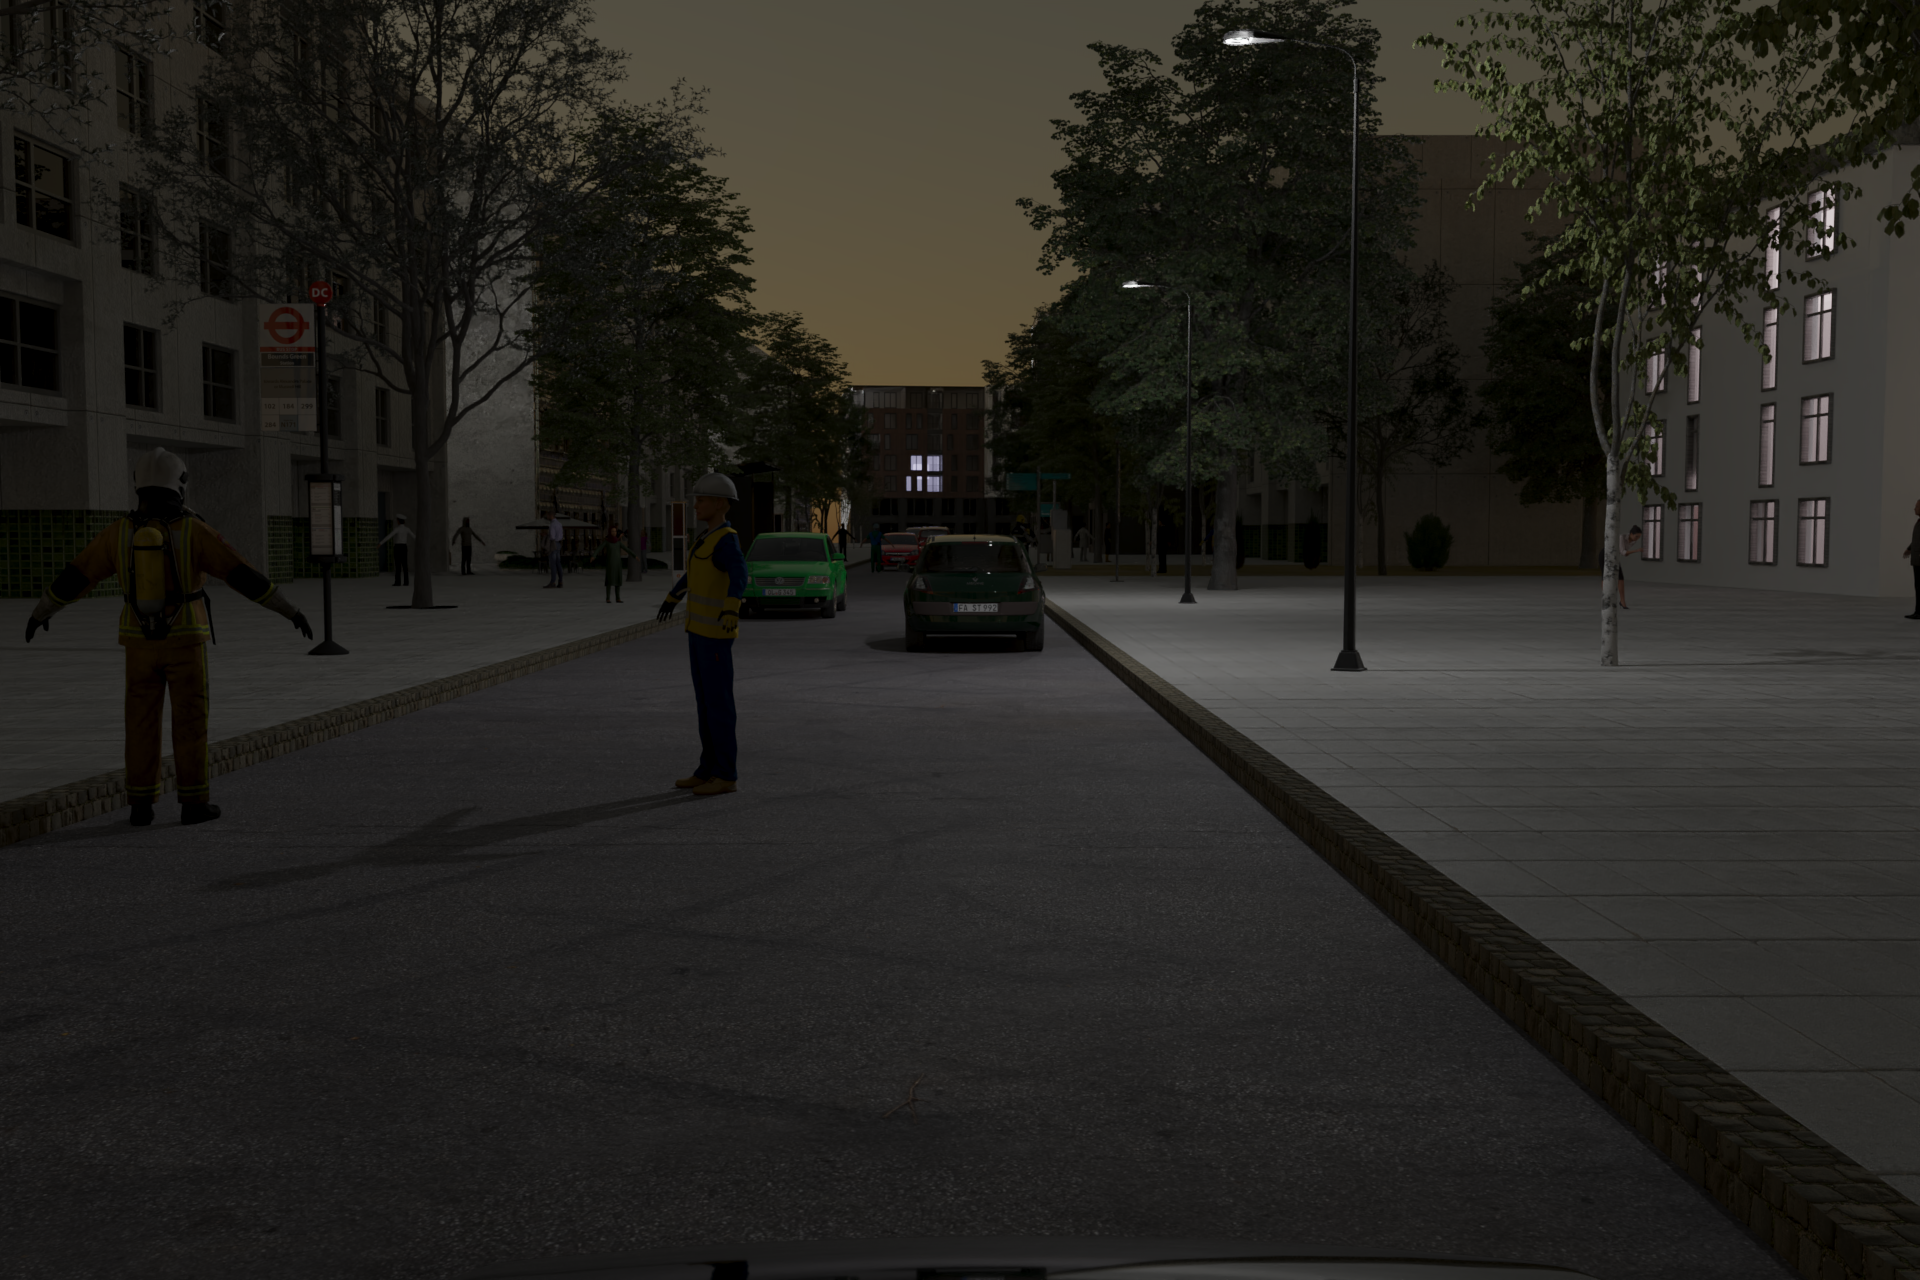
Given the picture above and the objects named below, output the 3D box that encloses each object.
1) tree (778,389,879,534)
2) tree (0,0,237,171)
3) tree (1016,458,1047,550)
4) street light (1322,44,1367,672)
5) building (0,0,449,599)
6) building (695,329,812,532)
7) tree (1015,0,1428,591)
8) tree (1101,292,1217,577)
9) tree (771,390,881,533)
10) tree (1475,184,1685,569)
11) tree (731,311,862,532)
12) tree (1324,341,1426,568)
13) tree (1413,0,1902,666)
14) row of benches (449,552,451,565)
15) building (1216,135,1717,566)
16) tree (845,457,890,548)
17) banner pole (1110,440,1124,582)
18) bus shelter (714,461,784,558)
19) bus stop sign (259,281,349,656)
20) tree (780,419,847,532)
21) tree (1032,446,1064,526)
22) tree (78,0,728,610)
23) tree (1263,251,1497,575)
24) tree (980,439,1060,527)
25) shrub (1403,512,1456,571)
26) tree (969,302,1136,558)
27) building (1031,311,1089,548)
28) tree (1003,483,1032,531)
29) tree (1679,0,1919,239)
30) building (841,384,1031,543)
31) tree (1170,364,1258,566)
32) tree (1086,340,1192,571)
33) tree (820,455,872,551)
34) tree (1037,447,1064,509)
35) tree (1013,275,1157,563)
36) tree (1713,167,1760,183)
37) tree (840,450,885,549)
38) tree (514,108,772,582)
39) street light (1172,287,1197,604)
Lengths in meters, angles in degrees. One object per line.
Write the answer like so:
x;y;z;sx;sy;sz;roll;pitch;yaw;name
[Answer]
-9.450;-12.094;123.487;9.928;11.665;9.643;0;3;0;tree
-9.382;-6.193;11.623;12.009;13.543;11.850;0;3;0;tree
6.225;-11.631;140.529;4.737;8.622;4.395;0;3;0;tree
4.200;-2.665;16.106;1.470;5.913;1.316;0;4;0;street light
-25.675;-10.780;42.715;16.747;18.905;31.486;0;4;0;building
-25.121;-21.054;175.166;19.493;23.208;18.063;0;4;0;building
6.045;-8.117;39.372;9.857;13.997;8.962;0;3;0;tree
5.994;-6.198;51.693;4.737;8.622;4.395;0;3;0;tree
-9.134;-10.891;112.477;8.767;10.594;7.601;0;4;6;tree
23.368;-9.633;64.158;9.857;13.997;8.962;0;3;0;tree
-8.623;-10.426;88.587;7.486;12.596;7.792;0;3;0;tree
14.944;-7.032;65.343;4.360;8.622;3.978;0;3;0;tree
6.558;-4.049;16.560;4.737;8.622;4.395;0;3;0;tree
-21.511;-3.308;69.554;1.422;0.672;4.104;0;4;5;row of benches
23.379;-13.399;85.532;16.747;18.905;31.486;0;3;0;building
-9.264;-12.730;158.495;4.360;8.622;3.978;0;3;0;tree
4.220;-3.435;46.185;0.401;3.779;0.863;0;4;0;banner pole
-7.148;-4.134;58.878;1.731;3.624;6.357;0;3;0;bus shelter
-6.956;-1.814;18.356;0.855;3.939;0.416;0;4;-1;bus stop sign
-9.064;-9.497;105.633;4.737;8.622;4.395;0;3;0;tree
6.220;-9.949;113.021;4.737;8.622;4.395;0;3;0;tree
-9.120;-7.285;29.482;12.009;13.543;11.850;0;3;0;tree
12.796;-7.288;53.565;7.601;10.594;8.767;0;4;2;tree
5.900;-13.466;154.576;8.767;10.594;7.601;0;4;-4;tree
16.147;-3.400;59.626;1.661;2.075;1.752;0;3;0;shrub
5.685;-11.368;92.528;9.857;13.997;8.962;0;3;0;tree
21.014;-20.271;175.402;27.936;21.610;32.646;0;3;0;building
5.463;-12.059;147.531;4.360;8.622;3.978;0;3;0;tree
5.846;-3.625;9.639;4.737;8.622;4.395;0;3;0;tree
-0.125;-24.573;248.192;32.646;21.610;27.936;0;4;-7;building
9.950;-7.243;68.784;4.737;8.622;4.395;0;3;0;tree
6.456;-6.682;59.611;4.737;8.622;4.395;0;3;0;tree
-9.374;-11.134;132.404;4.360;8.622;3.978;0;3;0;tree
6.095;-10.404;120.474;4.737;8.622;4.395;0;3;0;tree
5.795;-9.697;76.669;7.486;12.596;7.792;0;3;0;tree
24.526;-8.320;54.166;7.486;12.596;7.792;0;3;0;tree
-9.264;-12.079;147.849;4.360;8.622;3.978;0;3;0;tree
-8.596;-7.873;46.858;7.486;12.596;7.792;0;3;0;tree
4.752;-3.626;31.833;1.470;5.913;1.316;0;4;0;street light
